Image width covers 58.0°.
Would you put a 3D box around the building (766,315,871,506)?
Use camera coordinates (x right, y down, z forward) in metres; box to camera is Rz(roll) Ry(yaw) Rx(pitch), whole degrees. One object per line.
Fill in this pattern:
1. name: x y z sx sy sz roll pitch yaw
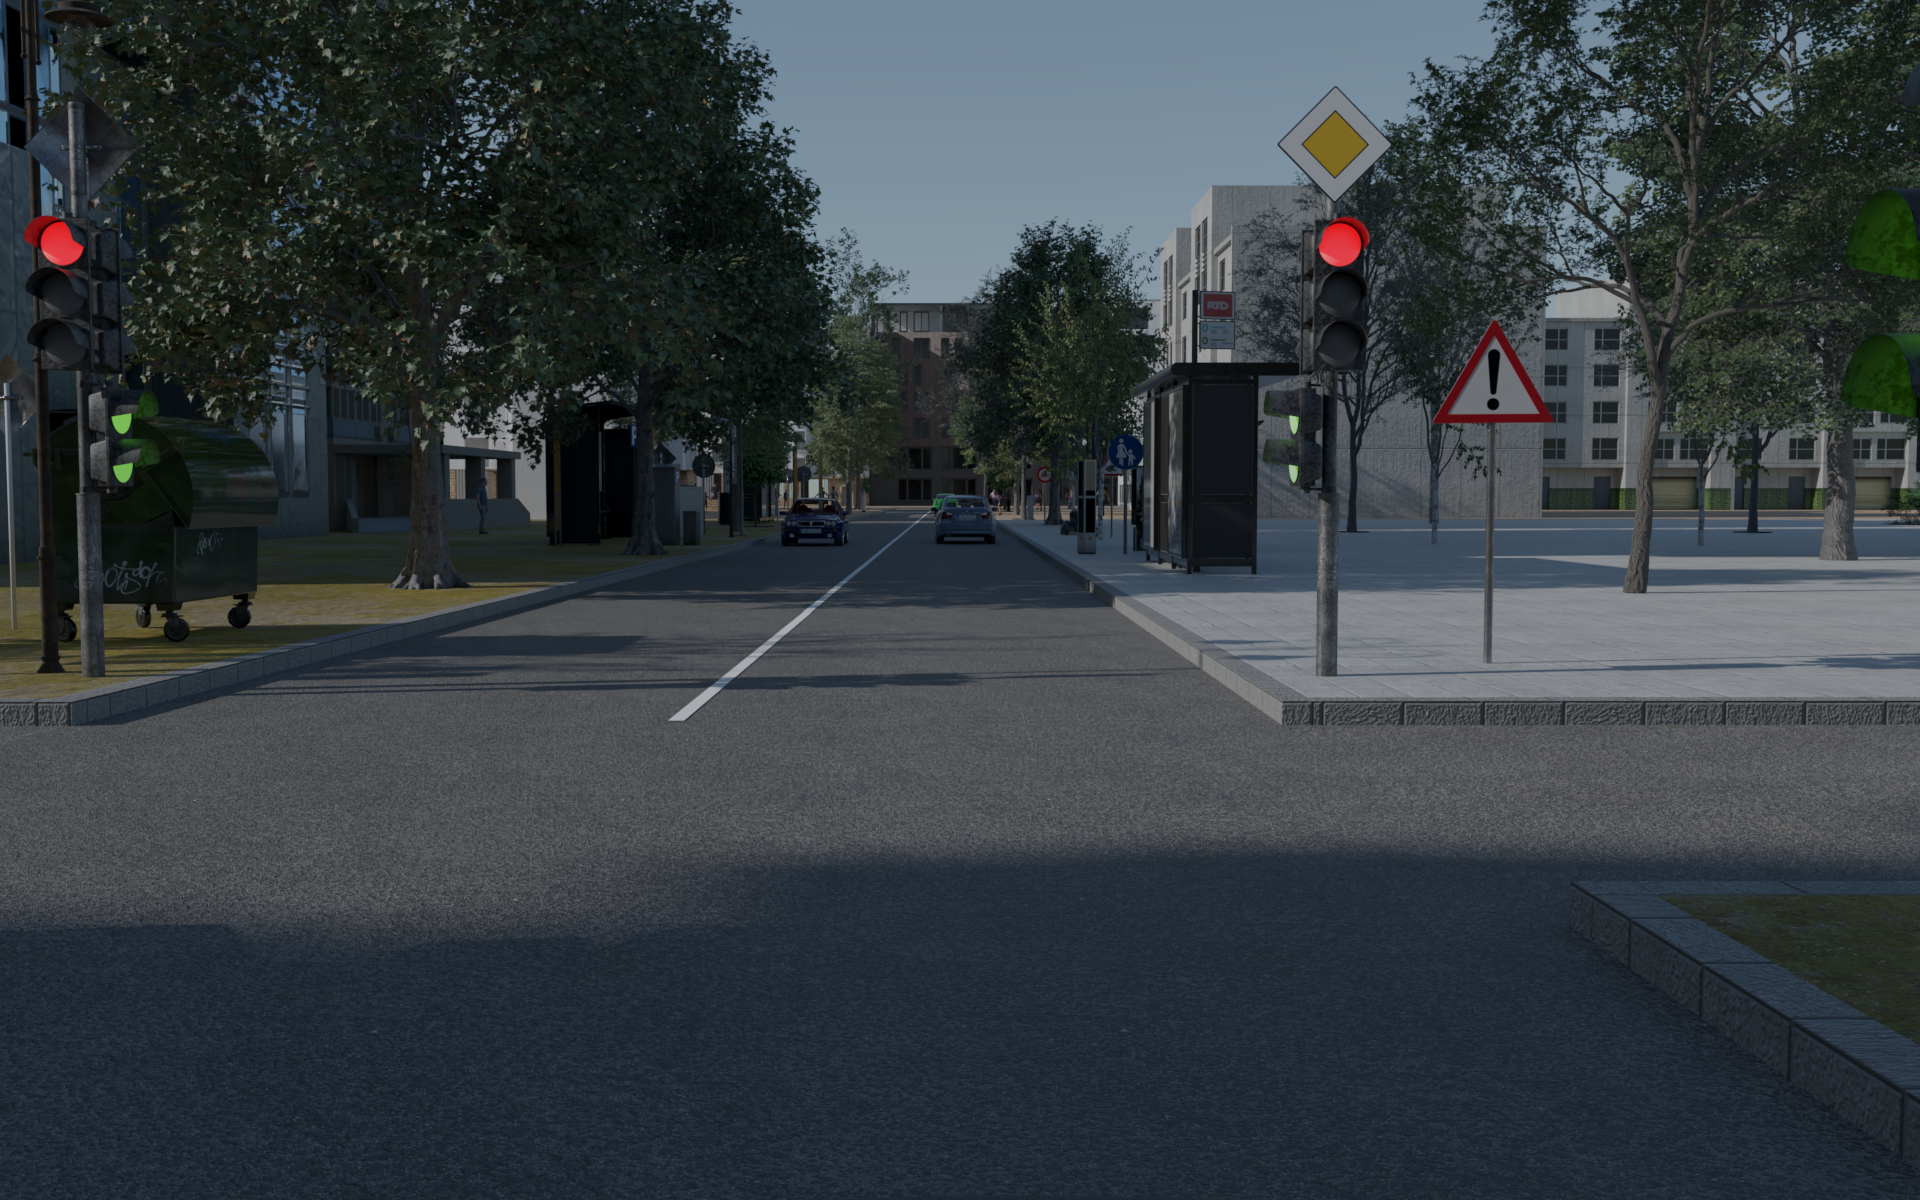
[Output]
1. building: -15.423 -20.386 189.726 11.380 20.091 16.016 0 4 0

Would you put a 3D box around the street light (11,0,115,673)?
1. street light: -6.547 -2.416 12.294 0.468 5.910 1.993 0 4 0

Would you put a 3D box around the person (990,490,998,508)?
1. person: 3.190 -9.361 160.037 0.756 1.711 0.436 1 4 17

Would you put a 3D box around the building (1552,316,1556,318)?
1. building: 61.097 -20.402 189.985 11.380 20.091 16.016 0 4 0

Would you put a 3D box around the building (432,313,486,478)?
1. building: -45.894 -16.979 144.058 31.486 18.905 16.747 0 4 0

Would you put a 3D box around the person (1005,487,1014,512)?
1. person: 3.530 -7.215 124.140 0.705 1.807 1.348 2 4 30

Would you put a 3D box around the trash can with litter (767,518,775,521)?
1. trash can with litter: -9.499 -4.435 83.903 1.055 1.170 0.624 0 4 -5

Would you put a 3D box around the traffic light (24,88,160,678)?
1. traffic light: -6.072 -1.415 12.053 0.839 4.253 0.868 0 4 0

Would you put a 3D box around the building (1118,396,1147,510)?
1. building: 18.384 -11.994 138.257 9.099 9.664 28.070 0 4 0

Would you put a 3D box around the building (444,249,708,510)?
1. building: -26.760 -16.224 121.680 16.016 20.091 11.380 0 4 0

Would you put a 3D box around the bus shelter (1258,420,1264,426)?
1. bus shelter: 5.525 -2.822 40.056 2.014 3.302 5.546 0 4 0

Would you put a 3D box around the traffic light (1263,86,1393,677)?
1. traffic light: 2.569 -1.419 12.114 0.839 4.253 0.868 0 4 0

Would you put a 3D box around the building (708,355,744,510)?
1. building: -24.077 -17.623 144.554 11.380 20.091 16.016 0 4 0

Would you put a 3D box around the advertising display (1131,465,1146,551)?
1. advertising display: 4.095 -2.074 39.130 0.123 1.923 0.974 2 4 26

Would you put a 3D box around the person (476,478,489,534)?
1. person: -15.312 -3.027 55.659 0.434 1.807 0.598 1 4 18

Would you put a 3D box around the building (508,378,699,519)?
1. building: -22.134 -9.757 101.671 9.099 9.664 28.070 0 4 0

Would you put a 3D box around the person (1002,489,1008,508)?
1. person: 4.264 -9.159 155.783 1.348 1.826 0.705 0 4 -4

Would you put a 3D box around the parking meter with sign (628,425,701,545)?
1. parking meter with sign: -7.413 -2.892 43.542 1.738 3.016 0.543 1 4 9

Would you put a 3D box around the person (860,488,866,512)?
1. person: -6.867 -7.076 122.406 0.551 1.740 0.621 3 5 44

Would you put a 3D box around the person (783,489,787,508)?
1. person: -15.550 -9.052 154.958 0.541 1.710 0.530 0 4 0

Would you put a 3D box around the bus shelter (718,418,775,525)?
1. bus shelter: -9.363 -5.986 75.496 2.179 5.291 8.768 0 4 0

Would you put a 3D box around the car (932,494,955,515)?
1. car: -1.005 -6.943 122.308 1.959 1.807 4.718 0 4 0

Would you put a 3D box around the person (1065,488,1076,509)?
1. person: 9.272 -8.556 145.945 1.348 1.822 0.705 -3 5 -44

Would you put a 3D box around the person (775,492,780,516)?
1. person: -10.678 -5.638 101.444 0.599 1.433 0.991 0 4 6

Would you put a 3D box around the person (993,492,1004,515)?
1. person: 2.329 -5.849 104.910 0.697 1.427 0.421 -2 4 -27

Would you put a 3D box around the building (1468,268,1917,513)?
1. building: 61.336 -17.084 145.787 31.486 18.905 16.747 0 4 0

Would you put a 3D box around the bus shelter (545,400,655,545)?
1. bus shelter: -9.537 -3.369 46.364 1.731 3.624 6.357 0 3 0

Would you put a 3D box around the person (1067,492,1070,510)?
1. person: 8.947 -8.082 141.402 0.599 1.433 0.991 0 4 1

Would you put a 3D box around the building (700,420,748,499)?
1. building: -35.131 -14.965 186.817 28.070 9.664 9.099 0 4 0

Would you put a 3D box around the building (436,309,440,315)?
1. building: -65.539 -21.523 195.881 32.646 21.610 27.936 0 4 0

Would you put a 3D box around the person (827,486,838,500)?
1. person: -8.228 -6.493 112.287 0.705 1.814 1.350 2 4 30

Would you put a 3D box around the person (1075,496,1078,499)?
1. person: 10.256 -9.027 156.893 1.065 1.426 0.557 0 4 -3

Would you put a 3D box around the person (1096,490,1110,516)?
1. person: 8.199 -5.783 100.608 1.348 1.823 0.705 -2 4 -33

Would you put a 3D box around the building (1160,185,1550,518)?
1. building: 22.729 -14.771 107.962 16.747 18.905 31.486 0 4 0

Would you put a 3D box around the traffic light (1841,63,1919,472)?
1. traffic light: 2.611 -0.930 4.129 0.839 4.253 0.868 0 4 0

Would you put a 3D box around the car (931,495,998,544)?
1. car: 0.139 -2.397 51.191 2.014 1.417 4.499 0 4 -1

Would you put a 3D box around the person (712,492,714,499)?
1. person: -22.980 -9.353 159.905 0.436 1.711 0.756 -1 4 -15

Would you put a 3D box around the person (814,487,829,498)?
1. person: -8.393 -6.006 104.957 1.217 1.735 0.721 -2 4 -34

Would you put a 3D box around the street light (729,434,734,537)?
1. street light: -6.763 -4.789 51.086 0.468 5.910 1.993 0 4 0

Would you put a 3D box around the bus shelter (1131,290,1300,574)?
1. bus shelter: 4.394 -3.315 31.826 2.179 5.291 8.768 0 4 0

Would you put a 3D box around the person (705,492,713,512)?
1. person: -18.183 -6.996 123.694 1.065 1.426 0.557 -1 4 -8

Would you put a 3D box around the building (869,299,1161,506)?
1. building: 6.559 -21.518 195.786 32.646 21.610 27.936 0 4 0

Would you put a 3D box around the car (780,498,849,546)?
1. car: -4.092 -2.232 49.067 1.945 1.354 3.894 0 4 -1

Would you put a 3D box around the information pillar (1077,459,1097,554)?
1. information pillar: 2.709 -1.986 36.960 0.304 2.012 0.304 -2 4 -25

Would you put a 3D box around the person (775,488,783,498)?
1. person: -16.606 -9.154 155.845 1.348 1.807 0.705 -1 4 -9

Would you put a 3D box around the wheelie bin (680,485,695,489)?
1. wheelie bin: -9.667 -3.265 61.293 0.980 1.594 0.693 -3 4 -37

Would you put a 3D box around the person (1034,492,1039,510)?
1. person: 6.207 -7.982 139.776 0.421 1.427 0.697 -1 4 -22

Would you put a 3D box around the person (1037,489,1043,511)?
1. person: 5.977 -7.447 129.263 0.415 1.643 0.593 -1 4 -13
